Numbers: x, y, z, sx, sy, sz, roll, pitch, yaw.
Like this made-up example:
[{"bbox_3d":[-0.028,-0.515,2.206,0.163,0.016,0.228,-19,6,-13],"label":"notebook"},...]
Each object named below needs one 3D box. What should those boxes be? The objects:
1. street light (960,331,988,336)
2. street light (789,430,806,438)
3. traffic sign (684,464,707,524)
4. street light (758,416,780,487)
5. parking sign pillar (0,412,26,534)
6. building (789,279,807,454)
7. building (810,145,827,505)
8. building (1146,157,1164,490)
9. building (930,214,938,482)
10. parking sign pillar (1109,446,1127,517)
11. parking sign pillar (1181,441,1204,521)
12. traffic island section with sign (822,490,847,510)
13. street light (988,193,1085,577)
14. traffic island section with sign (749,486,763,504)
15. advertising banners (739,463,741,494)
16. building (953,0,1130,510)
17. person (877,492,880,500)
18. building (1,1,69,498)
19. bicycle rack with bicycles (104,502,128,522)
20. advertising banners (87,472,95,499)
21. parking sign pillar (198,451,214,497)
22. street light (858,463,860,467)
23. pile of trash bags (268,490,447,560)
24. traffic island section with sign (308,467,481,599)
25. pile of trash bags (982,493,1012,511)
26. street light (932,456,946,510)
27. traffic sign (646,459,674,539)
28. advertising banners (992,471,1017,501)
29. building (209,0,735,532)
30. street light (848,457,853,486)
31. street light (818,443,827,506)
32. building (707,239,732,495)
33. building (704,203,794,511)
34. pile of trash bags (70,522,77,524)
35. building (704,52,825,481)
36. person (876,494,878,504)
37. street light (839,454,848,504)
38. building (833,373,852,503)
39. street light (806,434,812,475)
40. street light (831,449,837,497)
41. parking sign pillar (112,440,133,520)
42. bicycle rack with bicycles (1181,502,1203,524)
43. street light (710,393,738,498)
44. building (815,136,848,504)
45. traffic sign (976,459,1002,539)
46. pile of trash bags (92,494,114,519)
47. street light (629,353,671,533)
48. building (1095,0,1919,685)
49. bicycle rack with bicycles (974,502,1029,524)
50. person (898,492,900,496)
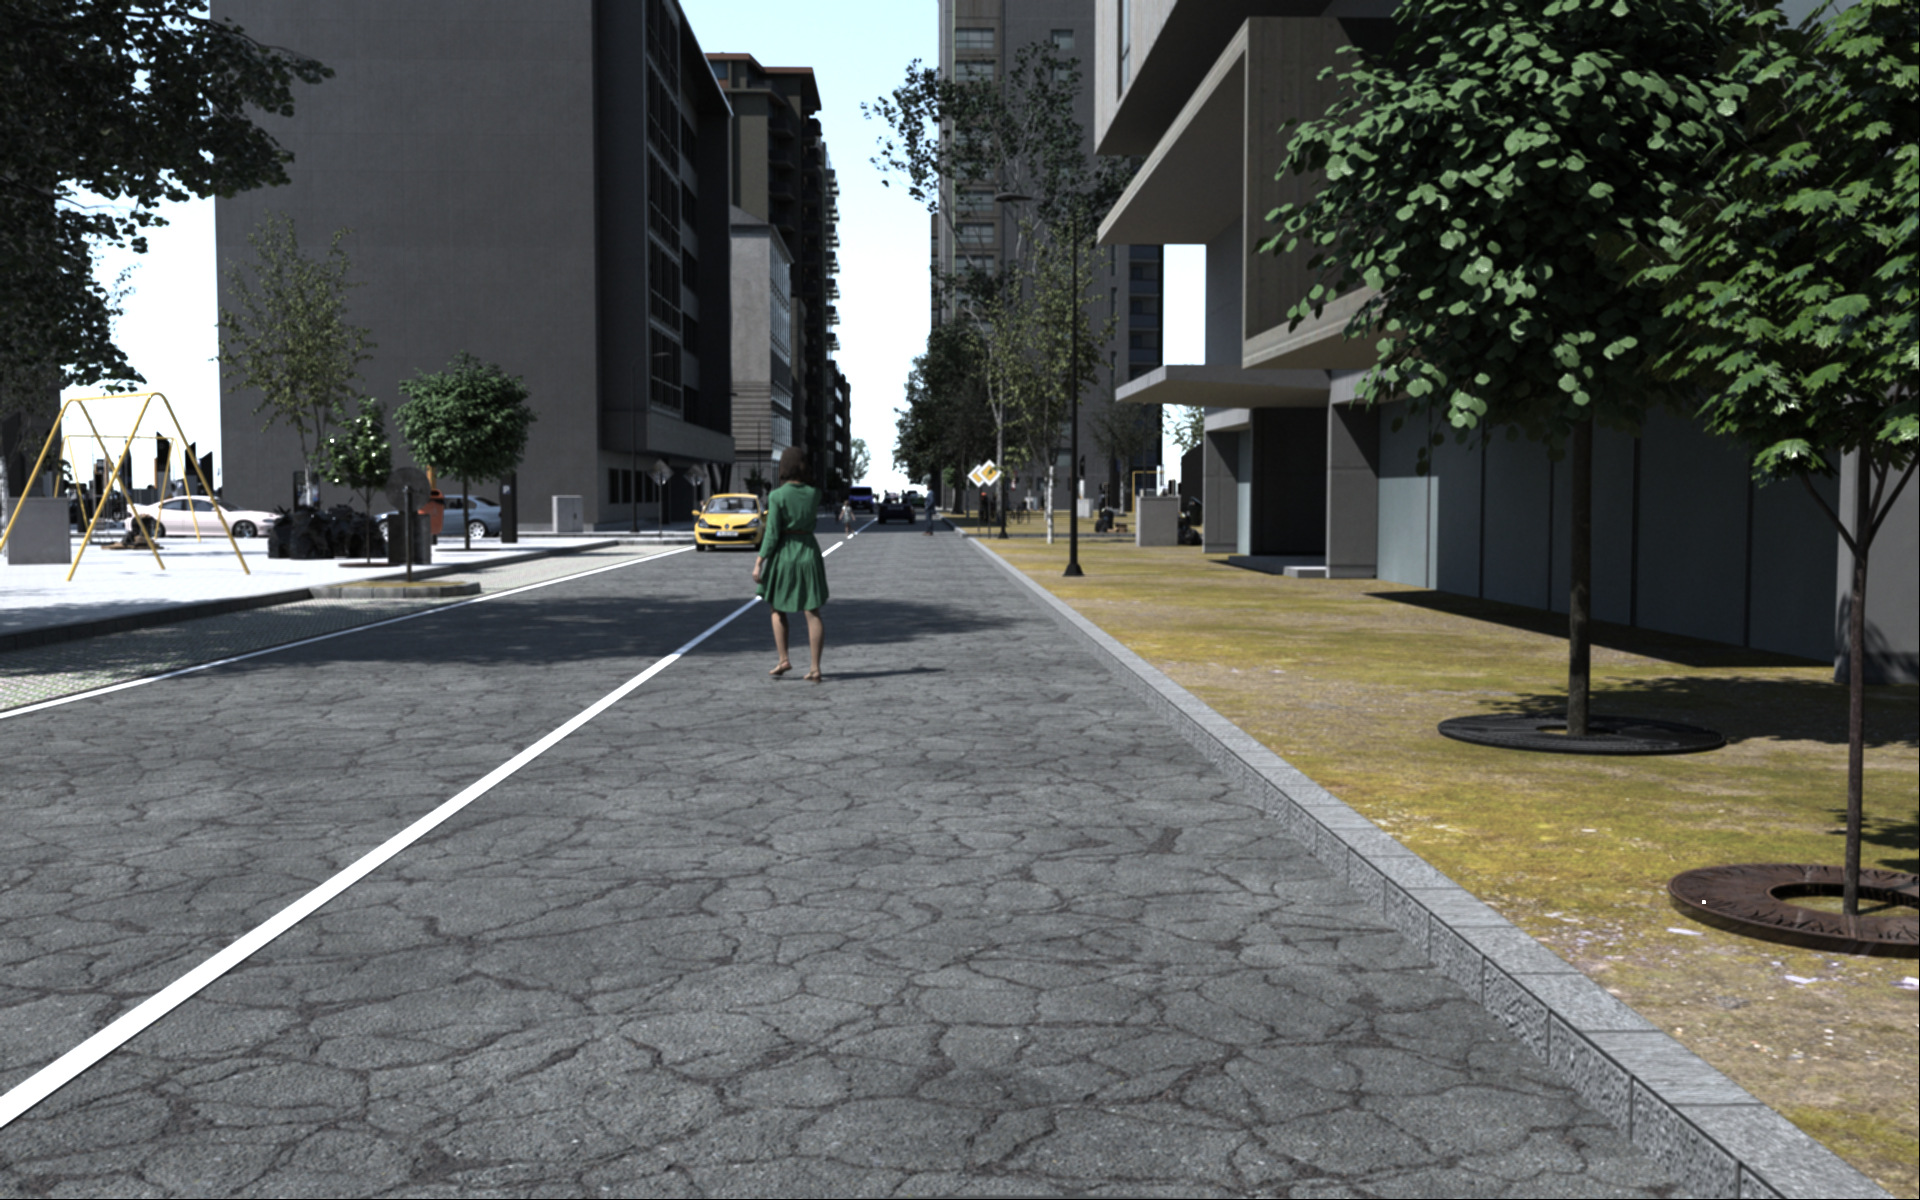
[{"bbox_3d":[0.700,-4.714,49.611,1.470,5.913,1.316,0,4,-2],"label":"street light"},{"bbox_3d":[-12.079,-9.324,124.982,1.470,5.913,1.316,0,4,-2],"label":"street light"},{"bbox_3d":[-8.766,-3.289,57.414,0.795,2.450,0.064,0,4,-2],"label":"traffic sign"},{"bbox_3d":[-11.332,-7.946,102.461,1.470,5.913,1.316,0,4,-2],"label":"street light"},{"bbox_3d":[-31.353,-4.172,56.690,1.447,3.967,1.447,-1,4,-8],"label":"parking sign pillar"},{"bbox_3d":[-27.695,-18.445,146.615,27.650,21.520,28.899,0,4,-2],"label":"building"},{"bbox_3d":[-22.698,-31.419,197.292,14.154,41.232,14.086,0,4,-2],"label":"building"},{"bbox_3d":[8.733,-38.110,165.091,21.231,58.520,28.212,0,4,-2],"label":"building"},{"bbox_3d":[2.673,-34.900,254.202,14.154,41.232,14.086,0,4,-2],"label":"building"},{"bbox_3d":[8.660,-6.647,97.144,1.447,3.967,1.447,0,4,-3],"label":"parking sign pillar"},{"bbox_3d":[11.360,-5.833,83.844,1.447,3.967,1.447,1,4,22],"label":"parking sign pillar"},{"bbox_3d":[-11.506,-9.086,157.188,1.989,1.847,2.006,0,4,-2],"label":"traffic island section with sign"},{"bbox_3d":[1.237,-3.326,26.924,1.470,5.913,1.316,0,4,-2],"label":"street light"},{"bbox_3d":[-9.425,-4.388,80.371,1.989,1.847,2.006,0,4,-2],"label":"traffic island section with sign"},{"bbox_3d":[-11.046,-5.544,86.826,0.090,3.025,2.074,0,4,-8],"label":"advertising banners"},{"bbox_3d":[6.410,-28.151,143.859,14.154,41.232,14.086,0,4,-2],"label":"building"},{"bbox_3d":[-13.078,-16.326,276.145,0.721,1.735,1.217,3,5,40],"label":"person"},{"bbox_3d":[-47.051,-16.825,62.482,23.554,28.519,14.401,0,4,-2],"label":"building"},{"bbox_3d":[-38.065,-4.038,79.403,2.852,0.926,2.925,1,4,21],"label":"bicycle rack with bicycles"},{"bbox_3d":[-64.798,-8.092,128.498,2.074,3.025,0.090,-3,5,-44],"label":"advertising banners"},{"bbox_3d":[-46.753,-7.238,106.810,1.447,3.967,1.447,3,4,37],"label":"parking sign pillar"},{"bbox_3d":[-15.720,-17.697,261.886,1.470,5.913,1.316,0,4,-2],"label":"street light"},{"bbox_3d":[-12.146,-1.552,35.122,3.447,1.369,1.912,-2,4,-33],"label":"pile of trash bags"},{"bbox_3d":[-7.904,-0.970,24.489,1.989,1.847,2.006,0,4,-2],"label":"traffic island section with sign"},{"bbox_3d":[2.410,-7.243,128.170,1.912,1.369,3.447,-2,4,-29],"label":"pile of trash bags"},{"bbox_3d":[-1.811,-10.287,140.733,1.470,5.913,1.316,0,4,-2],"label":"street light"},{"bbox_3d":[-8.550,-2.801,49.431,0.795,2.450,0.064,0,4,-2],"label":"traffic sign"},{"bbox_3d":[3.382,-8.254,131.142,2.074,3.025,0.090,2,4,26],"label":"advertising banners"},{"bbox_3d":[-18.069,-15.489,72.309,14.314,24.678,30.058,0,4,-2],"label":"building"},{"bbox_3d":[-14.476,-14.942,216.837,1.470,5.913,1.316,0,4,-2],"label":"street light"},{"bbox_3d":[-12.898,-11.254,156.536,1.470,5.913,1.316,0,4,-2],"label":"street light"},{"bbox_3d":[-21.334,-14.011,96.540,16.820,18.784,16.811,0,4,-2],"label":"building"},{"bbox_3d":[-17.021,-16.576,120.171,9.793,20.994,18.267,0,4,-2],"label":"building"},{"bbox_3d":[-39.618,-3.954,74.404,3.447,1.369,1.912,-2,4,-31],"label":"pile of trash bags"},{"bbox_3d":[-25.234,-31.824,174.947,22.147,44.769,28.867,0,4,-2],"label":"building"},{"bbox_3d":[-11.747,-14.166,243.375,0.557,1.426,1.065,1,4,22],"label":"person"},{"bbox_3d":[-14.105,-14.020,201.775,1.470,5.913,1.316,0,4,-2],"label":"street light"},{"bbox_3d":[-30.770,-25.492,261.826,27.650,21.520,28.899,0,4,-2],"label":"building"},{"bbox_3d":[-12.288,-9.876,134.011,1.470,5.913,1.316,0,4,-2],"label":"street light"},{"bbox_3d":[-13.568,-12.643,179.248,1.470,5.913,1.316,0,4,-2],"label":"street light"},{"bbox_3d":[-40.984,-5.911,85.113,1.447,3.967,1.447,-2,4,-33],"label":"parking sign pillar"},{"bbox_3d":[9.477,-3.828,75.971,2.852,0.926,2.925,0,4,5],"label":"bicycle rack with bicycles"},{"bbox_3d":[-10.911,-6.555,79.715,1.470,5.913,1.316,0,4,-2],"label":"street light"},{"bbox_3d":[-27.308,-37.397,231.049,23.786,49.044,30.456,0,4,-2],"label":"building"},{"bbox_3d":[0.842,-2.815,49.665,0.795,2.450,0.064,0,4,-2],"label":"traffic sign"},{"bbox_3d":[-44.727,-4.873,89.427,1.912,1.369,3.447,-2,4,-35],"label":"pile of trash bags"},{"bbox_3d":[-10.224,-5.177,57.192,1.470,5.913,1.316,0,4,-2],"label":"street light"},{"bbox_3d":[16.670,-26.594,24.057,28.713,52.752,27.495,0,4,-2],"label":"building"},{"bbox_3d":[1.740,-3.781,75.205,2.852,0.926,2.925,1,4,18],"label":"bicycle rack with bicycles"},{"bbox_3d":[-9.607,-15.865,268.614,0.721,1.743,1.217,0,4,7],"label":"person"}]
